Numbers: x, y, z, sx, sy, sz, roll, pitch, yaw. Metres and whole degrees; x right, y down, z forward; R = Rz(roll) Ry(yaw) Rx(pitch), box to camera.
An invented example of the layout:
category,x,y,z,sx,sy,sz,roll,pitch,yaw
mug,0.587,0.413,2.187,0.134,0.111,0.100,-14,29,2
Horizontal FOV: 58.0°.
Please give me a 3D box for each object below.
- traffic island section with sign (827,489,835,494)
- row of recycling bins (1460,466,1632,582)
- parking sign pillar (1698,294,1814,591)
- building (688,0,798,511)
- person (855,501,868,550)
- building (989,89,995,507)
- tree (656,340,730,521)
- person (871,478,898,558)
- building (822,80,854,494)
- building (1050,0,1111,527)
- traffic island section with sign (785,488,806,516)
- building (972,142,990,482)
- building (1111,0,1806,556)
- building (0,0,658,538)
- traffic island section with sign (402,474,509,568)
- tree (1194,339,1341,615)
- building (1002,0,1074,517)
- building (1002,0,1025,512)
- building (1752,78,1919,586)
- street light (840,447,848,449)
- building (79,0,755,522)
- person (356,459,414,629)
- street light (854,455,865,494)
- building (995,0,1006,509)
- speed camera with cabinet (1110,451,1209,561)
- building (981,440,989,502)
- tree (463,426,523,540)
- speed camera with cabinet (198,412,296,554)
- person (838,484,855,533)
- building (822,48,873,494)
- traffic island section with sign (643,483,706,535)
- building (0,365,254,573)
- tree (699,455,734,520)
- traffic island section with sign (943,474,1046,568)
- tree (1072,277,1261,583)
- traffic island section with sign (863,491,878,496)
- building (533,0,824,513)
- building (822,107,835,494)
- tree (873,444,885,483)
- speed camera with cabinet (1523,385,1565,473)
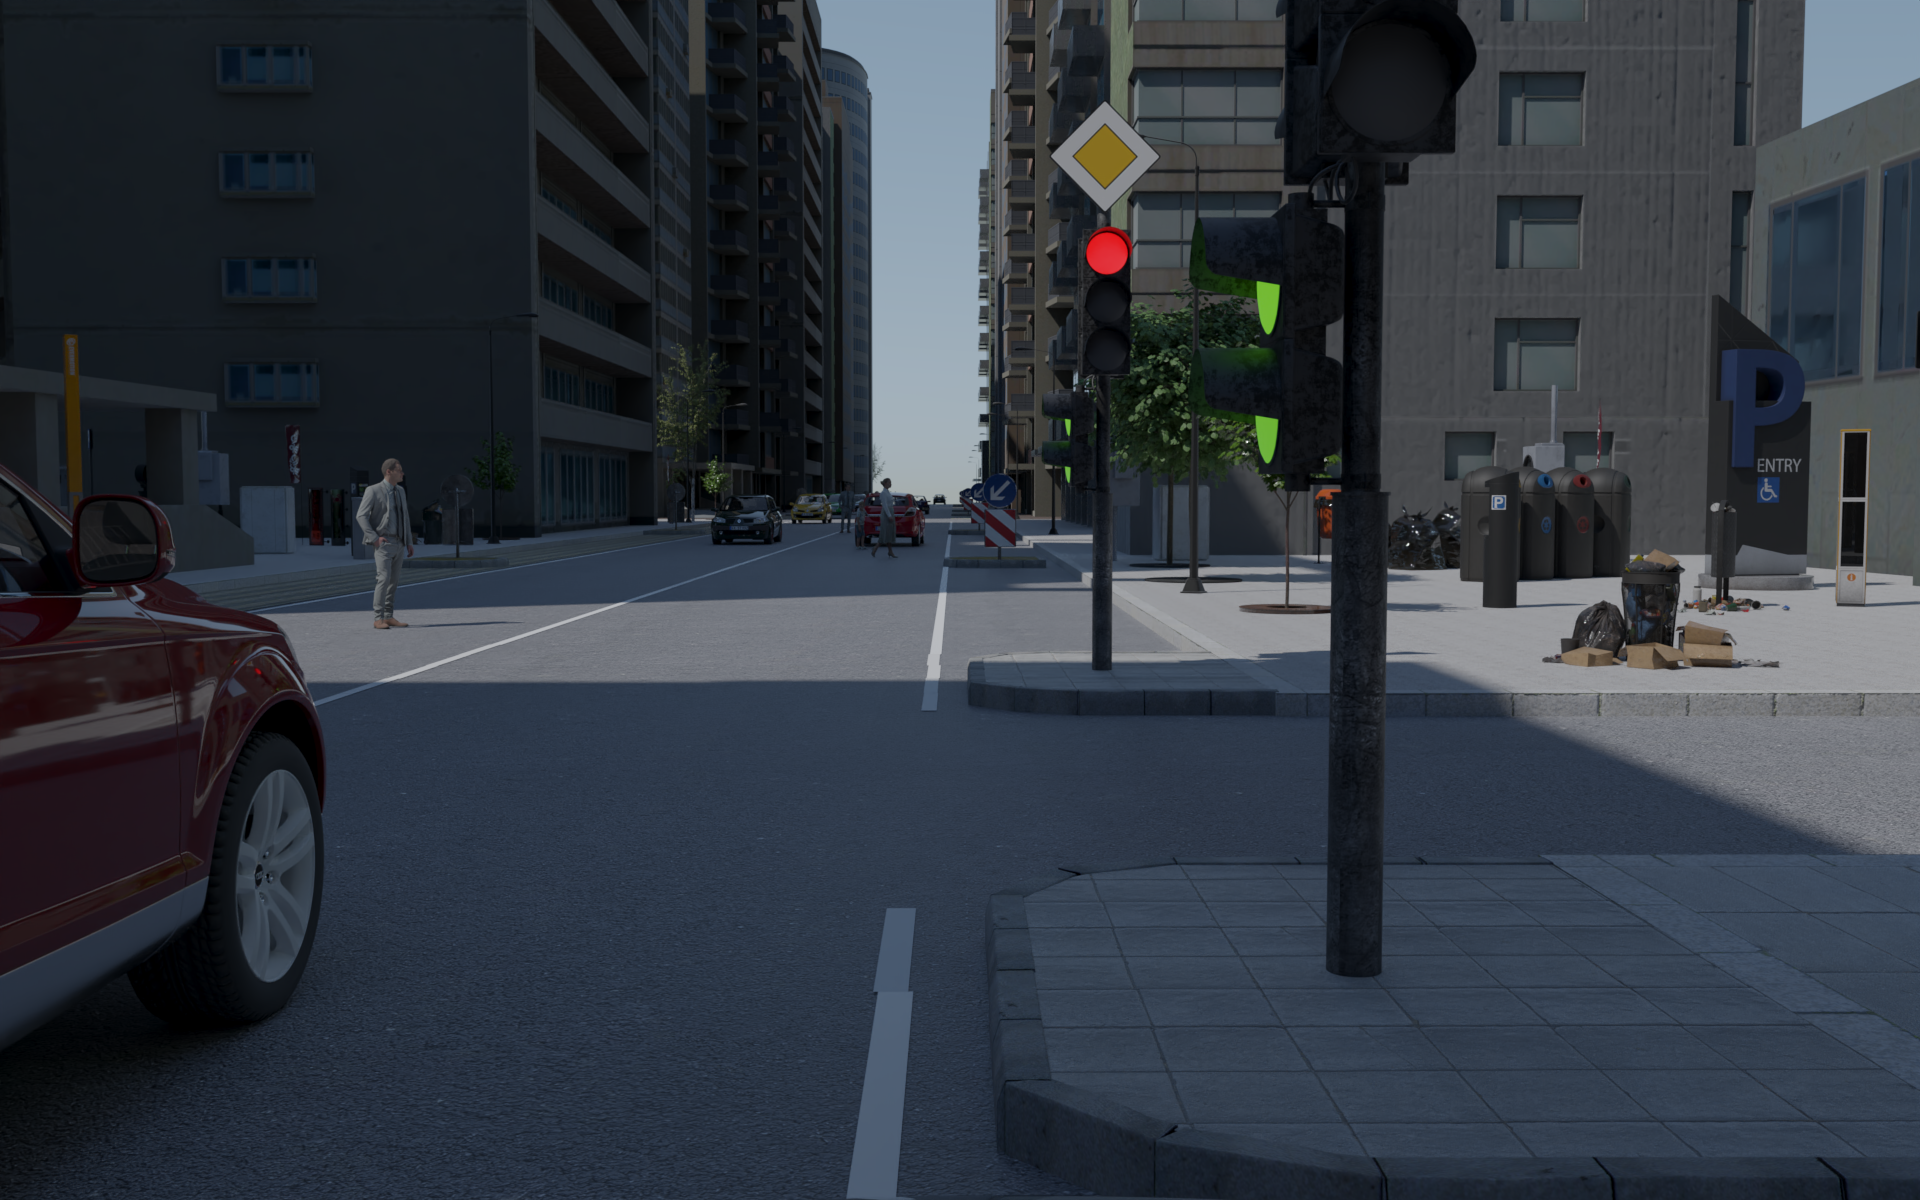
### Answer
category,x,y,z,sx,sy,sz,roll,pitch,yaw
traffic island section with sign,-10.324,-8.013,139.638,1.989,1.847,2.006,0,4,0
row of recycling bins,8.869,-1.172,26.269,3.534,1.692,1.069,-2,4,-35
parking sign pillar,10.866,-2.145,23.548,1.447,3.967,1.447,-1,4,-13
building,-23.580,-28.809,125.653,22.147,44.769,28.867,0,4,0
person,-2.544,-1.932,44.765,0.332,1.250,0.352,-2,4,-24
building,10.023,-30.260,178.337,14.154,41.232,14.086,0,4,0
tree,-12.919,-8.067,82.251,4.737,8.622,4.395,0,3,0
person,-1.707,-1.851,38.991,0.641,1.798,0.478,1,4,22
building,-19.447,-33.128,191.754,14.600,45.320,14.200,0,4,0
building,15.261,-27.660,71.855,23.786,49.044,30.456,0,4,0
traffic island section with sign,-10.238,-6.335,112.208,1.989,1.847,2.006,0,4,0
building,13.607,-37.428,231.552,23.786,49.044,30.456,0,4,0
building,10.555,-21.913,41.865,14.154,41.232,14.086,0,4,0
building,-23.097,-26.657,59.544,21.300,48.544,21.600,0,4,0
traffic island section with sign,-9.995,-1.556,34.074,1.989,1.847,2.006,0,4,0
tree,3.651,-1.476,18.737,1.663,3.219,1.824,0,3,0
building,13.812,-27.530,104.739,22.147,44.769,28.867,0,4,0
building,10.167,-29.171,127.055,14.600,45.320,14.200,0,4,0
building,28.830,-43.249,19.798,31.000,86.520,22.319,0,4,0
street light,-11.890,-12.228,172.469,1.470,5.913,1.316,0,4,0
building,-28.661,-24.924,99.396,32.217,40.220,23.993,0,4,0
person,-6.149,-0.612,18.610,0.391,1.810,0.635,1,4,16
street light,-11.979,-14.227,205.144,1.470,5.913,1.316,0,4,0
building,13.510,-37.101,148.598,21.231,58.520,28.212,0,4,0
speed camera with cabinet,3.741,-2.385,33.329,2.038,3.252,0.660,-1,4,-9
building,13.837,-54.255,199.738,22.319,86.520,31.000,0,4,0
tree,-12.814,-3.301,48.573,1.663,3.219,1.824,0,3,0
speed camera with cabinet,-15.382,-2.615,37.092,2.038,3.252,0.660,0,4,-4
person,-4.189,-3.395,64.114,0.635,1.810,0.391,-1,4,-16
building,-22.707,-41.971,228.225,21.231,58.520,28.212,0,4,0
traffic island section with sign,-10.085,-3.228,61.411,1.989,1.847,2.006,0,4,0
building,-28.908,-20.269,23.272,32.217,40.220,23.993,0,4,0
tree,-12.167,-5.603,86.218,1.663,3.219,1.824,0,3,0
traffic island section with sign,0.667,-1.577,34.408,1.989,1.847,2.006,0,4,0
tree,3.454,-2.556,25.499,4.285,4.588,4.351,0,3,0
traffic island section with sign,-10.495,-11.396,194.958,1.989,1.847,2.006,0,4,0
building,-23.405,-32.234,150.725,21.300,48.544,21.600,0,4,0
building,-20.365,-30.224,177.759,14.154,41.232,14.086,0,4,0
tree,-12.683,-18.173,247.492,4.360,8.622,3.978,0,3,0
speed camera with cabinet,10.603,-2.317,32.225,0.660,3.252,2.038,0,4,-1
